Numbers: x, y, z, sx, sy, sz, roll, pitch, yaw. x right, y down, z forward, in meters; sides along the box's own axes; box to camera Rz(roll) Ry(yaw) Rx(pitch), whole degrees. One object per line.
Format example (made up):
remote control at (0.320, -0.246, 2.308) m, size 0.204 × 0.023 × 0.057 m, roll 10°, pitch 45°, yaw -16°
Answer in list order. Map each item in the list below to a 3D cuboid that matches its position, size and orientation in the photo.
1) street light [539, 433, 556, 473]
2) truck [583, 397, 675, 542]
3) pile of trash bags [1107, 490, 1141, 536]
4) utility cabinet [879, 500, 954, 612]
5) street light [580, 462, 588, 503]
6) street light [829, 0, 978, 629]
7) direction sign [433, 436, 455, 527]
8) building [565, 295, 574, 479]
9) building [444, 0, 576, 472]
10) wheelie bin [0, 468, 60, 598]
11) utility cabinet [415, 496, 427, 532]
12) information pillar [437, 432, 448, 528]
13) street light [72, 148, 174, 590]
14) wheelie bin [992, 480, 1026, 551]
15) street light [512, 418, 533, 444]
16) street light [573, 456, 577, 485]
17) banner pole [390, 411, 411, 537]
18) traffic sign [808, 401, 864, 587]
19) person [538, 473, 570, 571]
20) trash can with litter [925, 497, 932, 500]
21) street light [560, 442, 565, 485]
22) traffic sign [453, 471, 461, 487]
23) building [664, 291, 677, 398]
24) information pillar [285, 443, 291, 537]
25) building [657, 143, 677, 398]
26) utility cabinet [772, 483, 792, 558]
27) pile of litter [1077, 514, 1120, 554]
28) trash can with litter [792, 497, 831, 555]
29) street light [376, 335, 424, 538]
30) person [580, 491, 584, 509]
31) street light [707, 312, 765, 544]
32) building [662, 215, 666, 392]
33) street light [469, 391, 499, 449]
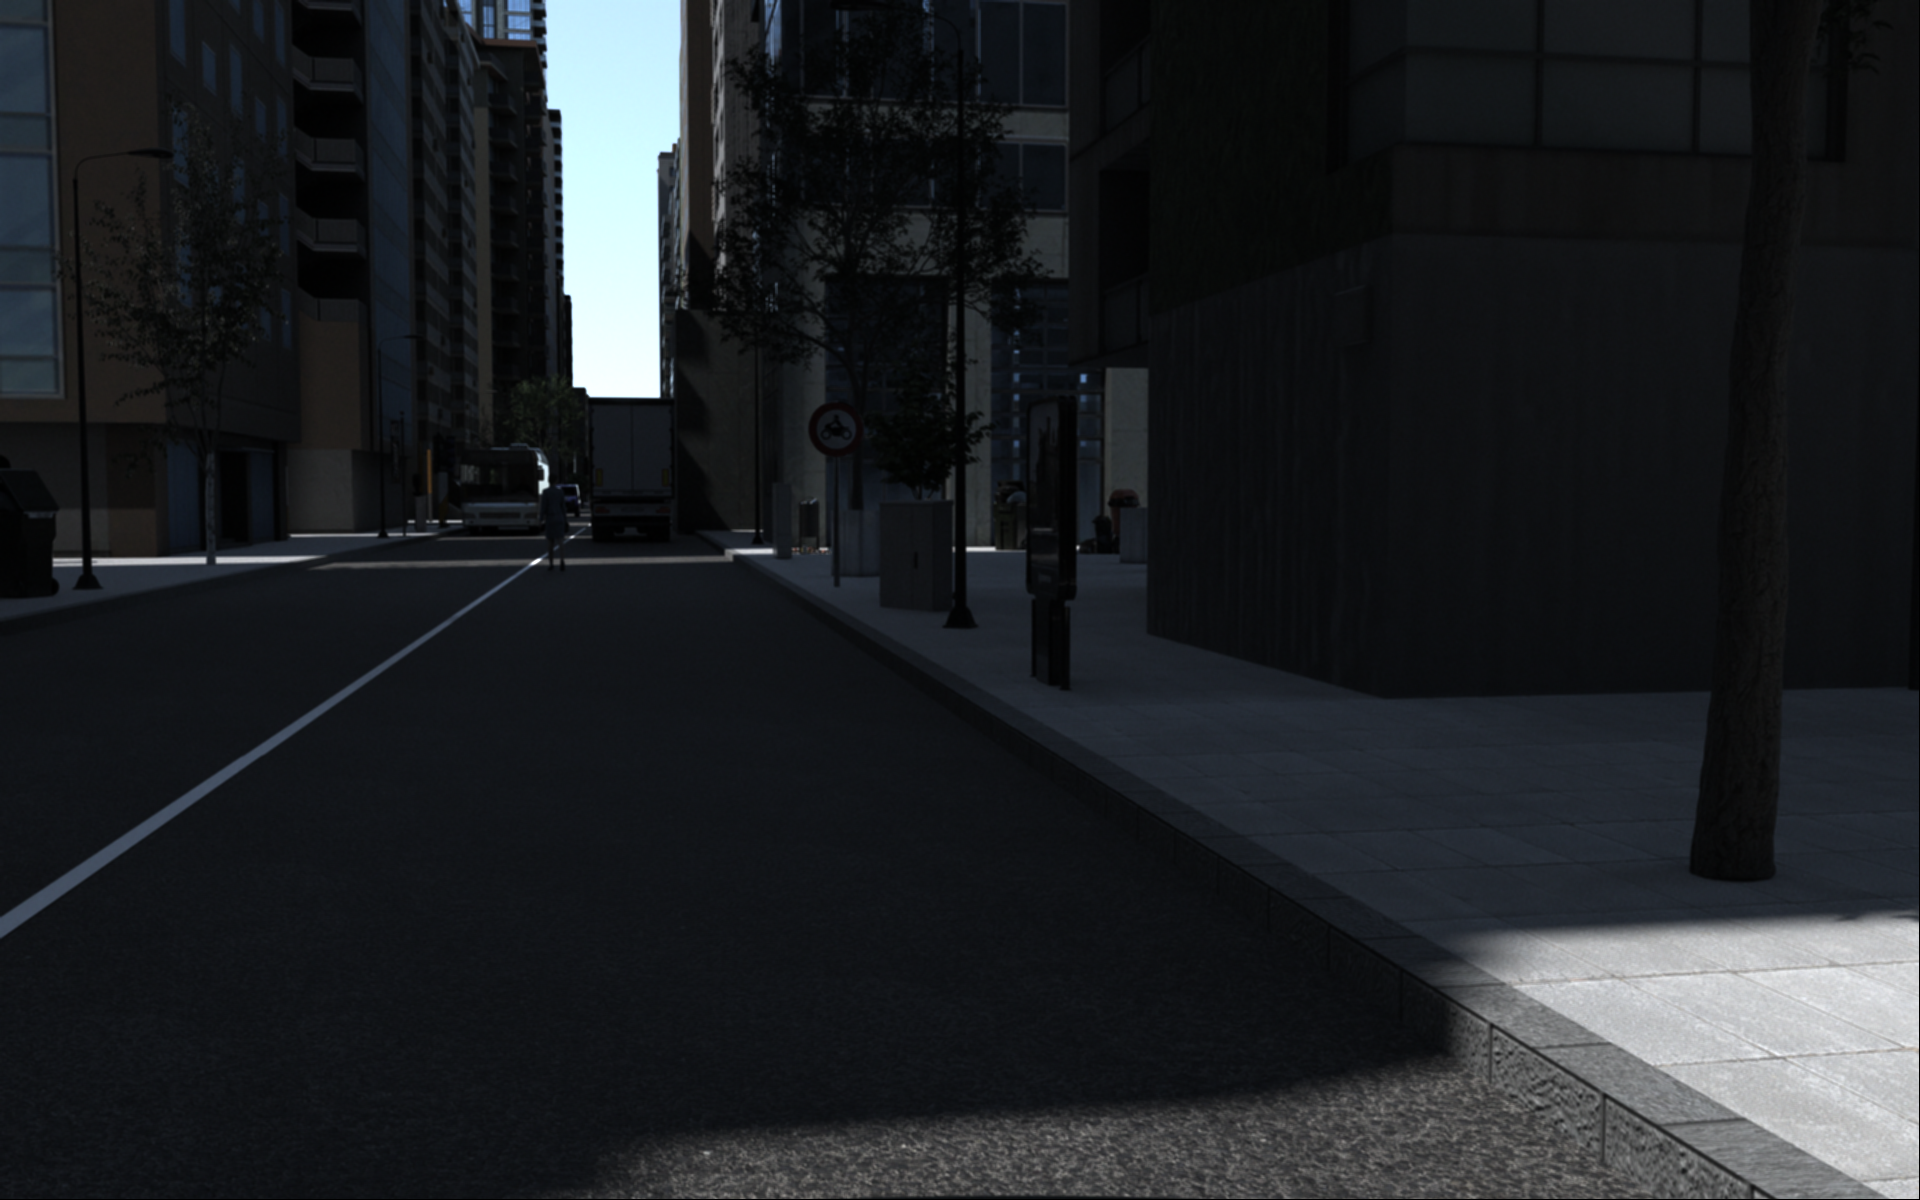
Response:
street light at (-31.587, -9.778, 132.419) m, size 1.470 × 5.913 × 1.316 m, roll -1°, pitch 4°, yaw -11°
truck at (-10.669, -4.083, 55.671) m, size 2.839 × 4.237 × 11.283 m, roll -1°, pitch 4°, yaw -12°
pile of trash bags at (4.495, -1.525, 34.693) m, size 3.447 × 1.369 × 1.912 m, roll -2°, pitch 4°, yaw -27°
utility cabinet at (-0.500, -0.499, 19.327) m, size 0.306 × 1.237 × 1.020 m, roll -3°, pitch 4°, yaw -38°
street light at (-45.938, -14.429, 208.453) m, size 1.470 × 5.913 × 1.316 m, roll -1°, pitch 4°, yaw -11°
street light at (-0.529, -2.683, 16.406) m, size 1.470 × 5.913 × 1.316 m, roll -1°, pitch 4°, yaw -11°
direction sign at (-20.010, -4.604, 67.267) m, size 0.876 × 3.537 × 0.379 m, roll -3°, pitch 4°, yaw -39°
building at (-61.084, -28.663, 240.337) m, size 14.160 × 30.474 × 14.107 m, roll -1°, pitch 4°, yaw -11°
building at (-69.547, -57.982, 260.681) m, size 22.319 × 86.520 × 31.000 m, roll -1°, pitch 4°, yaw -11°
wheelie bin at (-11.717, -0.833, 21.522) m, size 0.693 × 1.594 × 0.980 m, roll 1°, pitch 4°, yaw 12°
utility cabinet at (-18.165, -2.887, 58.364) m, size 0.306 × 1.237 × 1.020 m, roll -1°, pitch 4°, yaw -13°
information pillar at (-19.469, -4.515, 65.169) m, size 0.183 × 3.616 × 0.504 m, roll 1°, pitch 4°, yaw 20°
street light at (-11.252, -3.105, 23.315) m, size 1.470 × 5.913 × 1.316 m, roll -1°, pitch 4°, yaw -11°
wheelie bin at (1.165, -1.929, 39.454) m, size 0.980 × 1.594 × 0.693 m, roll 2°, pitch 4°, yaw 28°
street light at (-26.571, -8.105, 105.059) m, size 1.470 × 5.913 × 1.316 m, roll -1°, pitch 4°, yaw -11°
street light at (-40.967, -12.767, 181.283) m, size 1.470 × 5.913 × 1.316 m, roll -1°, pitch 4°, yaw -11°
banner pole at (-16.826, -3.787, 51.936) m, size 0.401 × 3.779 × 0.863 m, roll 1°, pitch 4°, yaw 15°
traffic sign at (-1.703, -1.455, 23.903) m, size 0.768 × 2.556 × 0.104 m, roll 0°, pitch 4°, yaw -3°
person at (-7.577, -1.456, 32.327) m, size 0.581 × 1.822 × 0.654 m, roll -1°, pitch 4°, yaw -21°
trash can with litter at (-0.720, -1.727, 39.293) m, size 1.678 × 1.210 × 2.233 m, roll -1°, pitch 4°, yaw -13°
street light at (-35.748, -11.080, 153.695) m, size 1.470 × 5.913 × 1.316 m, roll -1°, pitch 4°, yaw -11°
traffic sign at (-20.154, -4.071, 70.202) m, size 0.795 × 2.450 × 0.064 m, roll -1°, pitch 4°, yaw -11°
building at (-35.144, -29.105, 247.564) m, size 14.160 × 30.474 × 14.107 m, roll -1°, pitch 4°, yaw -11°
information pillar at (-20.187, -3.680, 51.522) m, size 0.183 × 3.616 × 0.504 m, roll 1°, pitch 4°, yaw 17°
building at (-41.124, -46.239, 298.005) m, size 21.231 × 58.520 × 28.212 m, roll -1°, pitch 4°, yaw -11°
utility cabinet at (-3.552, -1.590, 34.681) m, size 0.318 × 1.500 × 1.173 m, roll -1°, pitch 4°, yaw -10°
pile of litter at (3.067, -1.429, 37.330) m, size 1.719 × 0.858 × 1.176 m, roll 1°, pitch 4°, yaw 17°
trash can with litter at (-2.927, -1.637, 37.820) m, size 2.233 × 1.210 × 1.678 m, roll -3°, pitch 5°, yaw -44°
street light at (-16.306, -4.766, 50.470) m, size 1.470 × 5.913 × 1.316 m, roll -1°, pitch 4°, yaw -11°
person at (-37.209, -9.833, 169.792) m, size 0.750 × 1.759 × 0.617 m, roll 2°, pitch 4°, yaw 25°
street light at (-5.707, -4.372, 44.023) m, size 1.470 × 5.913 × 1.316 m, roll -1°, pitch 4°, yaw -11°
building at (-34.869, -39.759, 269.675) m, size 23.786 × 49.044 × 30.456 m, roll -1°, pitch 4°, yaw -11°
street light at (-21.437, -6.444, 77.903) m, size 1.470 × 5.913 × 1.316 m, roll -1°, pitch 4°, yaw -11°
